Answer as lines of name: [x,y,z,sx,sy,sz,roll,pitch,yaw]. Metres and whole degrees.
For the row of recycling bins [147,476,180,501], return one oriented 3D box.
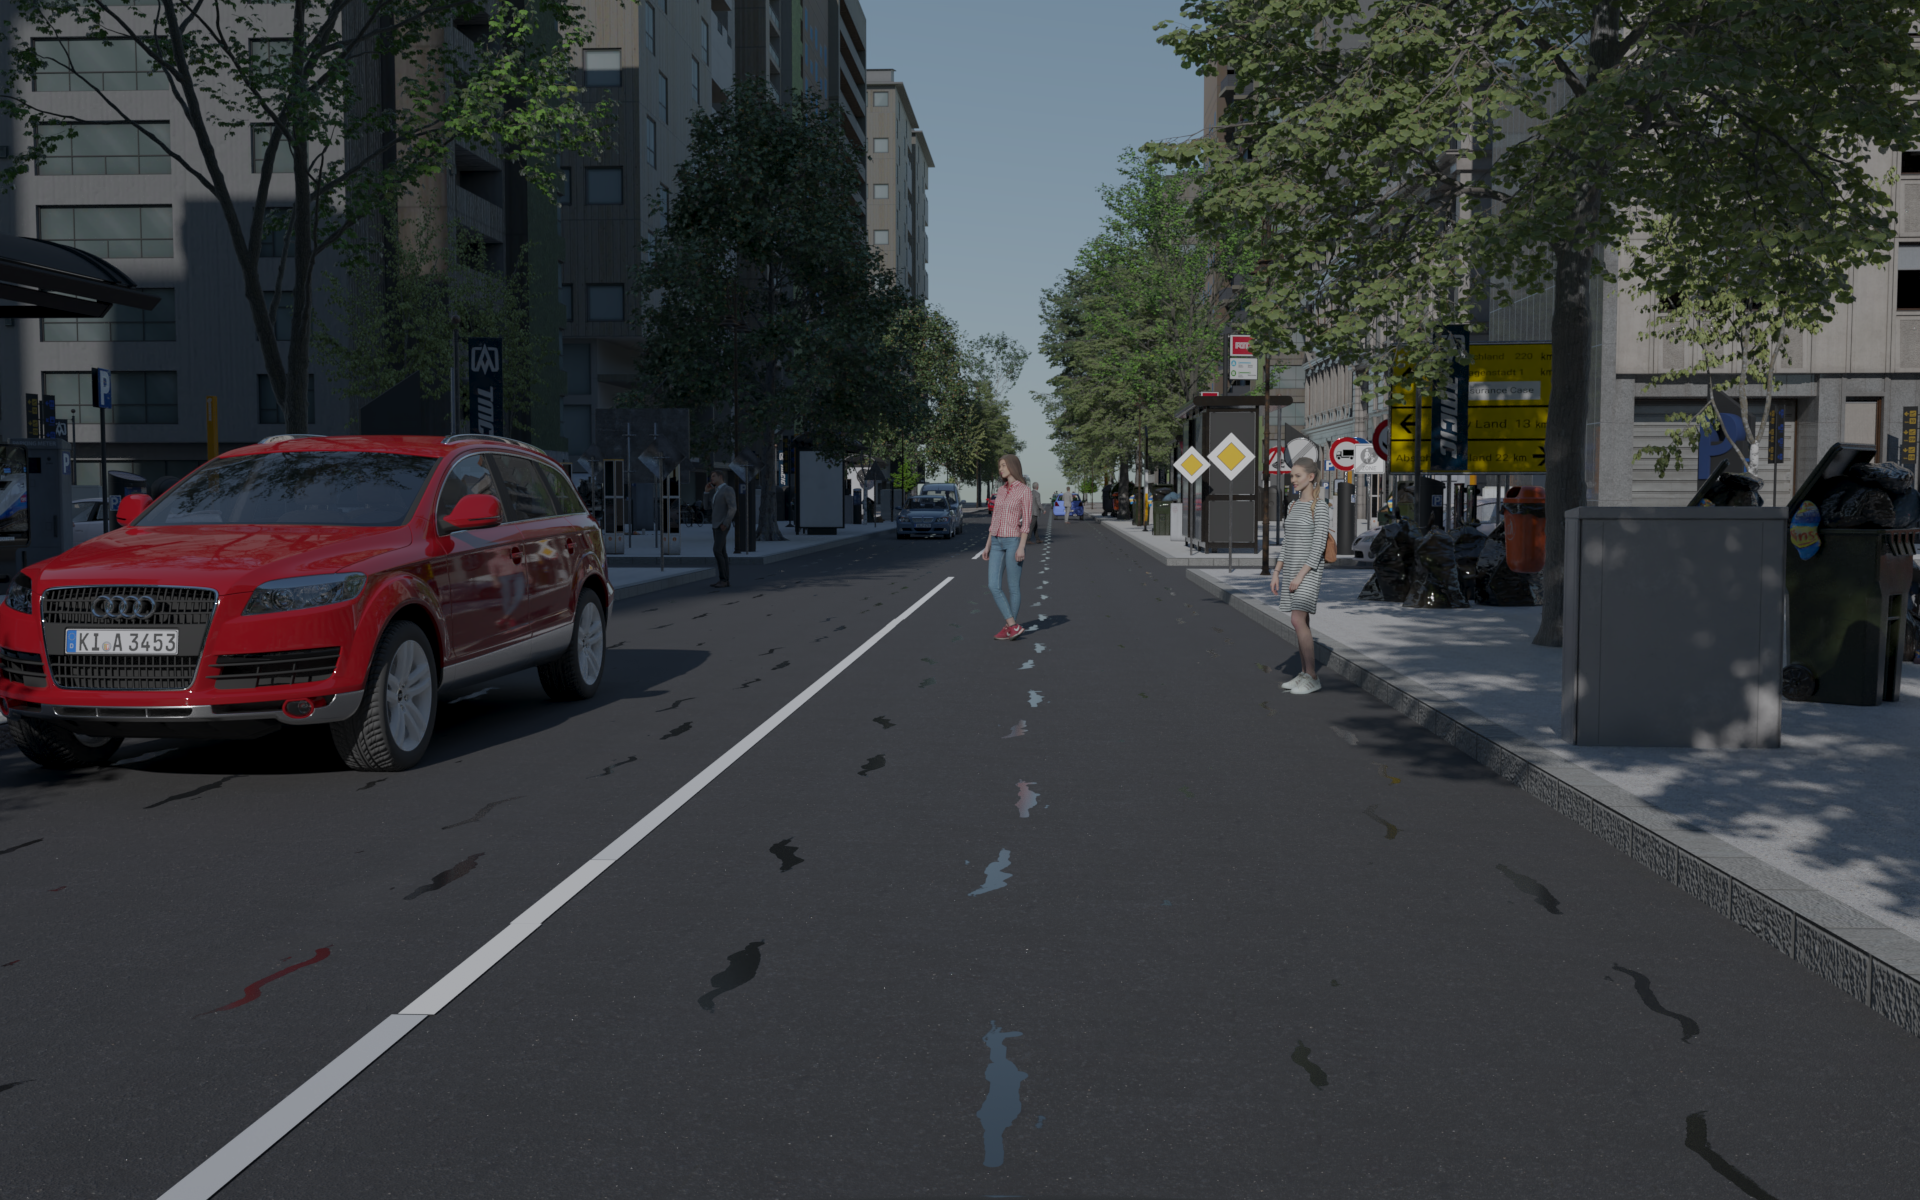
row of recycling bins: [-17.834,-2.014,40.044,1.069,1.692,3.534,2,4,35]

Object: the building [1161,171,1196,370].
building: [35.140,-36.055,239.602,14.600,45.320,14.200,0,4,3]

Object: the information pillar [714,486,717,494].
information pillar: [-8.051,-3.269,57.947,0.304,2.012,0.304,-1,4,-14]

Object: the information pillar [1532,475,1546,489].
information pillar: [8.306,-2.017,24.327,0.504,3.616,0.183,1,4,13]

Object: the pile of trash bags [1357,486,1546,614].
pile of trash bags: [5.902,-0.613,19.778,1.912,1.369,3.447,0,4,-6]

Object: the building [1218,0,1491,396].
building: [33.264,-30.009,145.263,22.147,44.769,28.867,0,4,3]

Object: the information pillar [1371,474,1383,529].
information pillar: [14.499,-3.410,60.238,0.304,2.012,0.304,-3,5,-44]

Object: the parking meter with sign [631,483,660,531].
parking meter with sign: [-11.040,-3.920,60.346,1.738,3.016,0.543,-3,4,-37]

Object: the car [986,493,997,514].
car: [2.934,-7.116,125.379,2.155,1.783,4.494,0,4,1]

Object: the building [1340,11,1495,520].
building: [25.447,-14.385,76.997,13.314,21.916,24.055,0,4,3]

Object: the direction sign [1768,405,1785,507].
direction sign: [20.896,-3.205,44.391,0.379,3.537,0.876,0,4,2]

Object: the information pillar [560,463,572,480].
information pillar: [-9.300,-2.212,40.661,0.304,2.012,0.304,3,5,42]

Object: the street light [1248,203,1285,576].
street light: [4.824,-3.327,27.176,0.468,5.910,1.993,0,4,3]

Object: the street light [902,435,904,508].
street light: [-2.628,-6.520,79.386,0.468,5.910,1.993,0,4,3]

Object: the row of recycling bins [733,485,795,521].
row of recycling bins: [-9.135,-4.587,82.109,3.534,1.692,1.069,-2,4,-27]

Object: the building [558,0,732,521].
building: [-27.569,-30.848,93.596,28.713,52.752,27.495,0,4,3]

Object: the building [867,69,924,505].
building: [-20.350,-38.596,220.290,28.713,52.752,27.495,0,4,3]

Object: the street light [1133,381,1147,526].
street light: [7.110,-5.857,68.546,0.468,5.910,1.993,0,4,3]

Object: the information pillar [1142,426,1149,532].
information pillar: [6.356,-4.149,59.198,0.183,3.616,0.504,0,3,0]

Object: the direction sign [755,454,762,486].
direction sign: [-11.298,-6.501,98.282,0.876,3.537,0.379,0,4,-6]

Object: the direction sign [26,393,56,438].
direction sign: [-20.841,-2.897,39.358,0.379,3.537,0.876,1,4,12]

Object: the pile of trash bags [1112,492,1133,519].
pile of trash bags: [9.428,-4.892,89.736,3.447,1.369,1.912,-2,4,-25]

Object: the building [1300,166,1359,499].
building: [26.415,-16.118,99.694,11.583,22.565,21.152,0,4,3]

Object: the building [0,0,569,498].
building: [-22.383,-17.582,59.161,14.160,30.474,14.107,0,4,3]

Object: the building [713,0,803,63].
building: [-18.719,-26.643,119.201,14.154,41.232,14.086,0,4,3]

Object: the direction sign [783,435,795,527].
direction sign: [-6.591,-4.591,67.057,0.379,3.537,0.876,-3,5,-41]

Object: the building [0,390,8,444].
building: [-44.084,-22.848,65.440,23.993,40.220,32.217,0,4,3]

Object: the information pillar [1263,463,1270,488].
information pillar: [19.299,-7.195,108.992,0.504,3.616,0.183,-1,4,-18]

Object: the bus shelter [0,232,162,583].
bus shelter: [-7.582,-1.063,11.305,2.014,3.302,5.546,0,4,3]

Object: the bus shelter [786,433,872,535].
bus shelter: [-4.259,-3.833,56.596,2.014,3.302,5.546,0,4,3]

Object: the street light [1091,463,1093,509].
street light: [11.061,-10.512,144.657,0.468,5.910,1.993,0,4,3]

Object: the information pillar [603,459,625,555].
information pillar: [-7.330,-1.970,36.701,0.304,2.012,0.304,2,4,28]

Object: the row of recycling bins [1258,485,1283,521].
row of recycling bins: [14.446,-4.567,81.775,3.534,1.692,1.069,2,4,28]

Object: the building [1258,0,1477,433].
building: [28.161,-26.932,123.937,14.154,41.232,14.086,0,4,3]

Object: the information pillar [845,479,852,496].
information pillar: [-5.392,-4.800,82.973,0.304,2.012,0.304,-3,4,-36]

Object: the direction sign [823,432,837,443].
direction sign: [-4.478,-4.170,60.182,0.876,3.537,0.379,-2,4,-35]

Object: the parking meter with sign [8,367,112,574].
parking meter with sign: [-12.731,-1.696,23.984,1.738,3.016,0.543,-1,4,-9]

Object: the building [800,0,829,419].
building: [-17.861,-29.557,133.371,14.600,45.320,14.200,0,4,3]

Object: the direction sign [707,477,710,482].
direction sign: [-16.185,-7.169,109.207,0.876,3.537,0.379,1,4,18]

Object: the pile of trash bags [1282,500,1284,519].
pile of trash bags: [16.100,-5.008,91.632,3.447,1.369,1.912,2,4,28]

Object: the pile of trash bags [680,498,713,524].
pile of trash bags: [-11.472,-3.968,74.630,1.912,1.369,3.447,2,4,27]

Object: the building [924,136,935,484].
building: [-18.639,-40.272,247.681,28.713,52.752,27.495,0,4,3]

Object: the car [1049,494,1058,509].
car: [9.706,-9.506,167.223,2.131,1.459,4.920,0,4,1]

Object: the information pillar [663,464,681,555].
information pillar: [-6.083,-1.951,36.383,0.304,2.012,0.304,-3,5,-42]

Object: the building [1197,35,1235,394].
building: [30.897,-31.608,166.898,14.600,45.320,14.200,0,4,3]

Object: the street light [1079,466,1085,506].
street light: [13.402,-13.082,186.675,0.468,5.910,1.993,0,4,3]

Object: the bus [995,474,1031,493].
bus: [4.949,-9.938,157.349,2.948,3.499,13.247,0,4,4]

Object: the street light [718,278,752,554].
street light: [-4.797,-3.935,37.121,0.468,5.910,1.993,0,4,3]

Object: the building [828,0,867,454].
building: [-19.845,-32.267,151.271,21.300,48.544,21.600,0,4,3]

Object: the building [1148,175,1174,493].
building: [39.224,-38.789,257.898,21.300,48.544,21.600,0,4,3]

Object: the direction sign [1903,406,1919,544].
direction sign: [24.688,-3.214,44.550,0.876,3.537,0.379,3,5,44]

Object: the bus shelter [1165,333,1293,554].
bus shelter: [6.268,-3.883,41.113,2.179,5.291,8.768,0,4,3]

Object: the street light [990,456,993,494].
street light: [3.651,-13.670,196.293,0.468,5.910,1.993,0,4,3]

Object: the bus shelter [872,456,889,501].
bus shelter: [-4.937,-5.873,89.954,2.014,3.302,5.546,0,4,3]

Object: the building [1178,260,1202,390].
building: [33.647,-26.924,211.908,14.160,30.474,14.107,0,4,3]

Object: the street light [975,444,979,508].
street light: [1.532,-11.175,155.491,0.468,5.910,1.993,0,4,3]

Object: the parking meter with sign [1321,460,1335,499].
parking meter with sign: [18.834,-5.709,89.608,0.543,3.016,1.738,0,4,-6]

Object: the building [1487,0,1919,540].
building: [27.257,-14.243,50.902,19.932,24.808,12.078,0,4,3]

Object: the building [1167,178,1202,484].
building: [34.068,-33.153,225.647,14.154,41.232,14.086,0,4,3]
